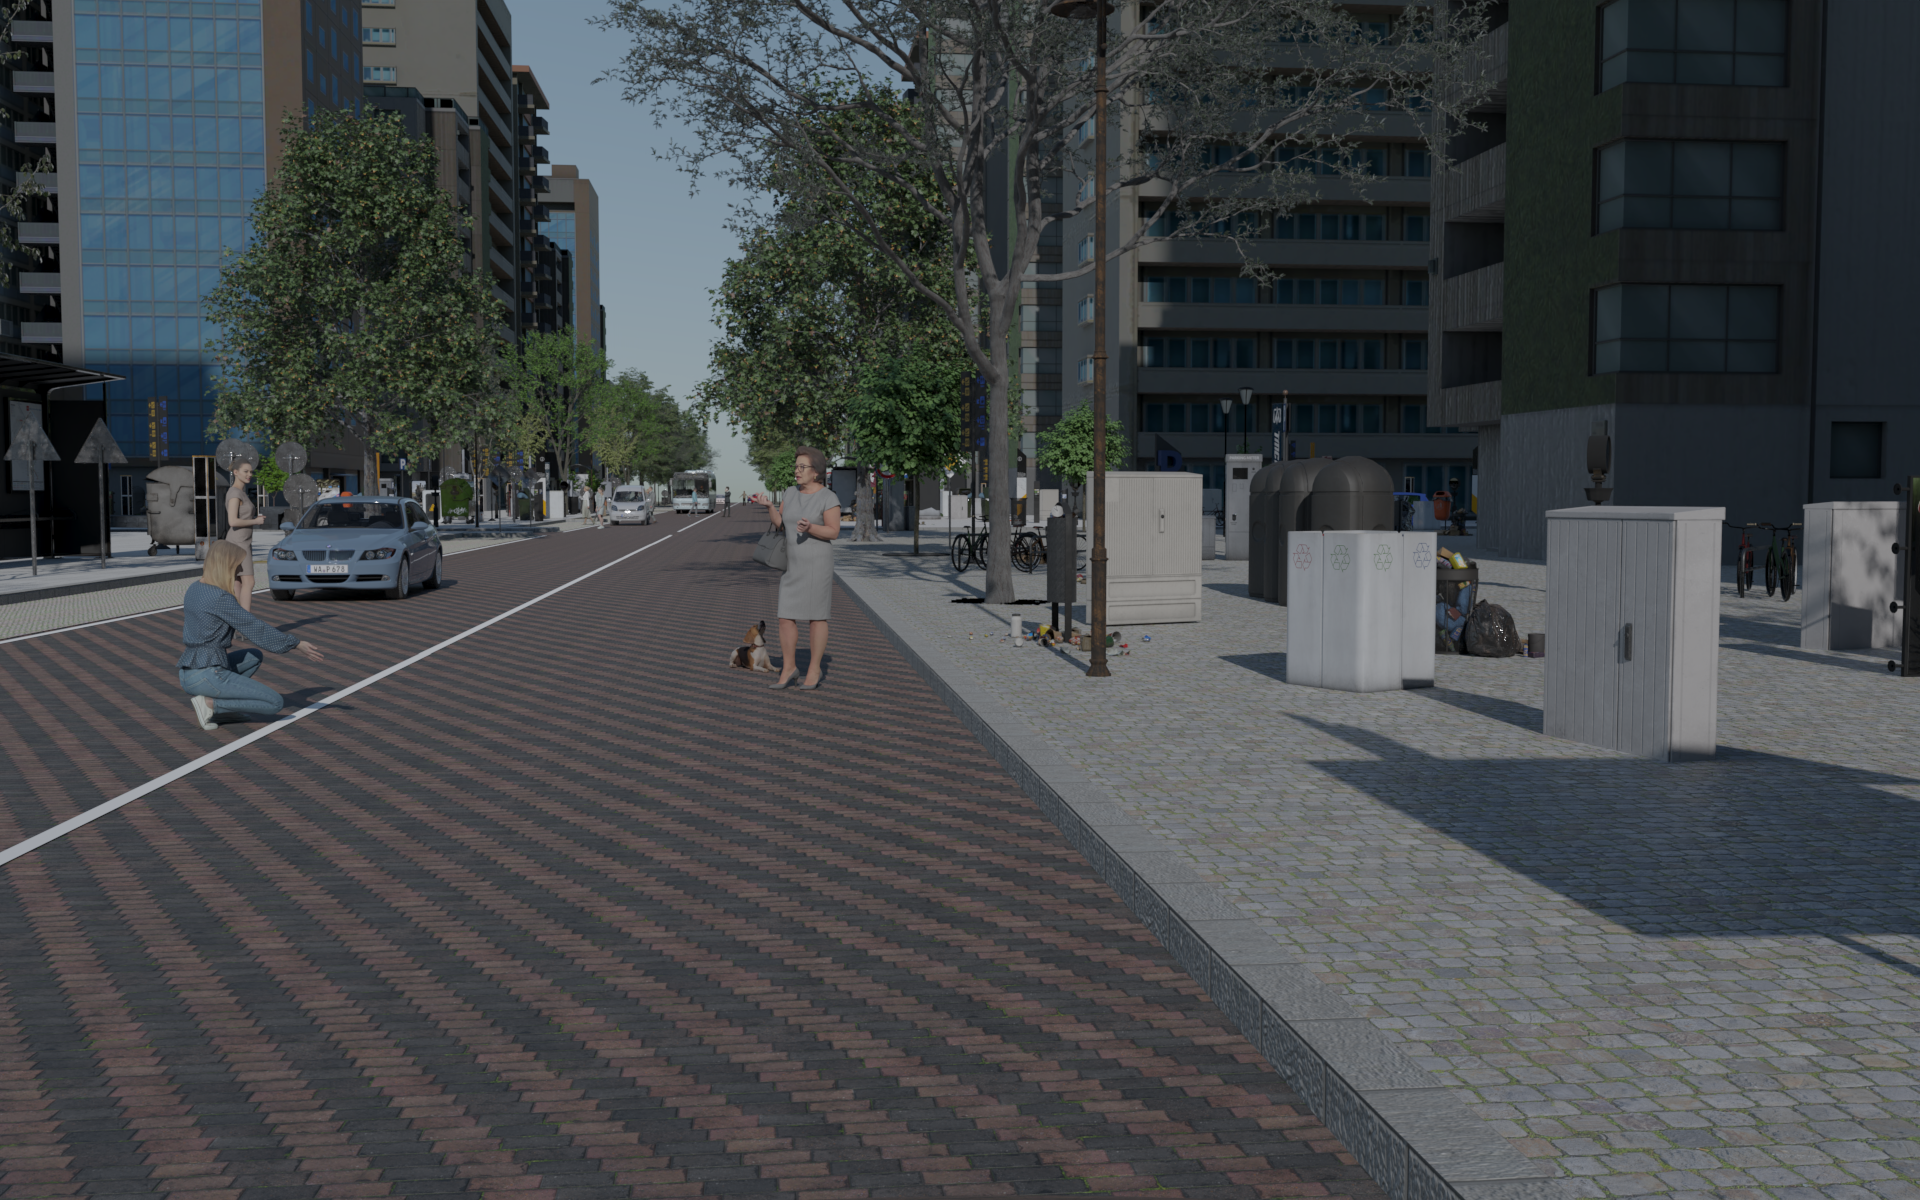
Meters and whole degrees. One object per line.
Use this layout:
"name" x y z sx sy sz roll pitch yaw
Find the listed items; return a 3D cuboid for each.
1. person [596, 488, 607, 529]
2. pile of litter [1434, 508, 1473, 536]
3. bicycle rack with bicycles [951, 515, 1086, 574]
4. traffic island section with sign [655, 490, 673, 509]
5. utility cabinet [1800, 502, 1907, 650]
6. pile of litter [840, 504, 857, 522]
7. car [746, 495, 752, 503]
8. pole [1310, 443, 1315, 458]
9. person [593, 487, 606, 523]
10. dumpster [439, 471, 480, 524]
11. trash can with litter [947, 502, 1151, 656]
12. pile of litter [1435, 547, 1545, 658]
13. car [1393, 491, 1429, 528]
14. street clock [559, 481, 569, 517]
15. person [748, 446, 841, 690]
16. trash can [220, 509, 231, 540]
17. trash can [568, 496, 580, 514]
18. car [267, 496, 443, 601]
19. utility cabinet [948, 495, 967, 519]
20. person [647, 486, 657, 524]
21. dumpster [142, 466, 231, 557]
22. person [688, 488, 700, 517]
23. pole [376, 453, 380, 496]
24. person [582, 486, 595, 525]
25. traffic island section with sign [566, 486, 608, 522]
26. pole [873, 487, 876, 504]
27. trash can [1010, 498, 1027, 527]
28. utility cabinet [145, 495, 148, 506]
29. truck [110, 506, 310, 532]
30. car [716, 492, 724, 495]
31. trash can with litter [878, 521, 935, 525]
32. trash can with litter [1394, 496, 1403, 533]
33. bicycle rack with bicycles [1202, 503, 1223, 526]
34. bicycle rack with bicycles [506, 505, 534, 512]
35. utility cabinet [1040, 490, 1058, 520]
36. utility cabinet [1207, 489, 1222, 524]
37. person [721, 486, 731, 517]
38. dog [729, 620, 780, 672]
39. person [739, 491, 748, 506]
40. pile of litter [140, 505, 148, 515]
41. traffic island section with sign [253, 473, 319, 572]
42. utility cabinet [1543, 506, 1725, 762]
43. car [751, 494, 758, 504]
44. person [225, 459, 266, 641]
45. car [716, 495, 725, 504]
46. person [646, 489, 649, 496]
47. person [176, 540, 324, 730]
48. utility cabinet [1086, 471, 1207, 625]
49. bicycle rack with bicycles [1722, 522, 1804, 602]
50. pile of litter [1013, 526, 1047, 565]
"person" -14.959 -3.833 72.177 0.522 1.701 0.512 -3 4 -39
"pile of litter" 15.217 -2.419 53.514 1.176 0.858 1.719 0 4 5
"bicycle rack with bicycles" 1.022 -0.959 29.058 2.925 0.926 2.852 -3 5 -39
"traffic island section with sign" -28.025 -9.552 164.802 1.989 1.847 2.006 0 4 -7
"utility cabinet" 7.522 -0.206 14.524 1.020 1.237 0.306 -2 4 -25
"pile of litter" -5.135 -4.113 81.213 1.176 0.858 1.719 1 4 22
"car" -35.243 -17.202 293.829 1.945 1.354 3.894 -1 4 -9
"pole" 13.956 -4.575 68.652 0.158 3.312 0.155 0 3 0
"person" -18.033 -4.747 86.599 0.515 1.767 0.782 -2 4 -33
"dumpster" -21.462 -4.383 74.156 1.502 2.255 1.985 0 4 -6
"trash can with litter" 0.851 -0.225 14.733 1.678 1.210 2.233 -1 4 -10
"pile of litter" 4.081 -0.012 14.158 1.176 0.858 1.719 -2 4 -35
"car" 16.379 -3.484 66.547 3.694 1.707 1.945 0 4 -7
"street clock" -21.884 -5.577 95.761 0.471 2.002 0.358 -1 4 -20
"person" -1.242 -0.233 12.665 0.716 1.782 0.532 2 4 29
"trash can" -17.261 -1.796 41.024 0.748 1.137 0.748 0 3 0
"trash can" -24.345 -5.961 109.114 0.748 1.137 0.748 0 3 0
"car" -8.594 -0.790 24.911 2.014 1.417 4.499 0 4 -7
"utility cabinet" -0.112 -4.716 88.265 1.020 1.237 0.306 -2 4 -33
"person" -15.019 -4.607 83.922 0.767 1.812 0.694 -2 4 -29
"dumpster" -16.185 -1.866 36.274 1.264 1.857 1.865 0 4 -7
"person" -16.928 -6.225 110.148 0.748 1.841 0.638 0 4 7
"pole" -28.782 -5.611 85.577 0.158 3.312 0.155 0 3 0
"person" -17.177 -4.357 79.967 0.641 1.798 0.478 0 4 7
"traffic island section with sign" -19.059 -4.887 88.536 1.989 1.847 2.006 0 4 -7
"pole" -4.443 -5.937 90.908 0.158 3.312 0.155 0 3 0
"trash can" 2.292 -3.428 67.700 0.748 1.137 0.748 0 3 0
"utility cabinet" -40.305 -4.570 85.881 1.020 1.237 0.306 0 4 5
"truck" -29.792 -4.346 60.823 18.799 4.110 2.967 0 4 -5
"car" -33.571 -14.245 242.692 2.009 1.686 4.222 0 4 -7
"trash can with litter" -2.170 -3.741 72.228 2.233 1.210 1.678 1 4 21
"trash can with litter" 12.928 -2.456 51.209 1.678 1.210 2.233 0 4 1
"bicycle rack with bicycles" 11.003 -3.459 69.935 2.925 0.926 2.852 2 4 27
"bicycle rack with bicycles" -28.534 -6.120 113.439 2.852 0.926 2.925 3 4 37
"utility cabinet" 4.294 -4.628 84.347 0.318 1.500 1.173 3 5 43
"utility cabinet" 10.635 -3.992 73.943 1.173 1.500 0.318 -2 4 -33
"person" -14.487 -6.090 107.436 0.648 1.900 0.474 3 5 45
"dog" -1.652 0.363 14.263 0.550 0.427 0.748 1 4 12
"person" -26.255 -12.360 210.596 1.348 1.823 0.705 2 4 24
"pile of litter" -31.424 -3.234 66.845 1.719 0.858 1.176 0 4 3
"traffic island section with sign" -12.502 -1.469 32.644 1.989 1.847 2.006 0 4 -7
"utility cabinet" 3.375 0.146 8.768 0.306 1.237 1.020 -1 4 -16
"car" -28.497 -14.343 243.552 2.155 1.783 4.494 0 4 -7
"person" -7.048 -0.505 17.096 0.374 1.781 0.599 -1 4 -18
"car" -31.858 -13.319 230.124 2.083 1.381 4.827 0 4 -6
"person" -22.170 -7.005 123.207 0.728 1.800 0.709 3 4 38
"person" -4.545 0.193 10.840 0.738 1.151 1.012 -3 5 -42
"utility cabinet" 1.822 -0.510 17.024 1.173 1.500 0.318 -2 4 -28
"bicycle rack with bicycles" 10.669 -0.495 21.478 2.852 0.926 2.925 3 4 36
"pile of litter" 1.548 -1.115 32.194 1.176 0.858 1.719 1 4 19
